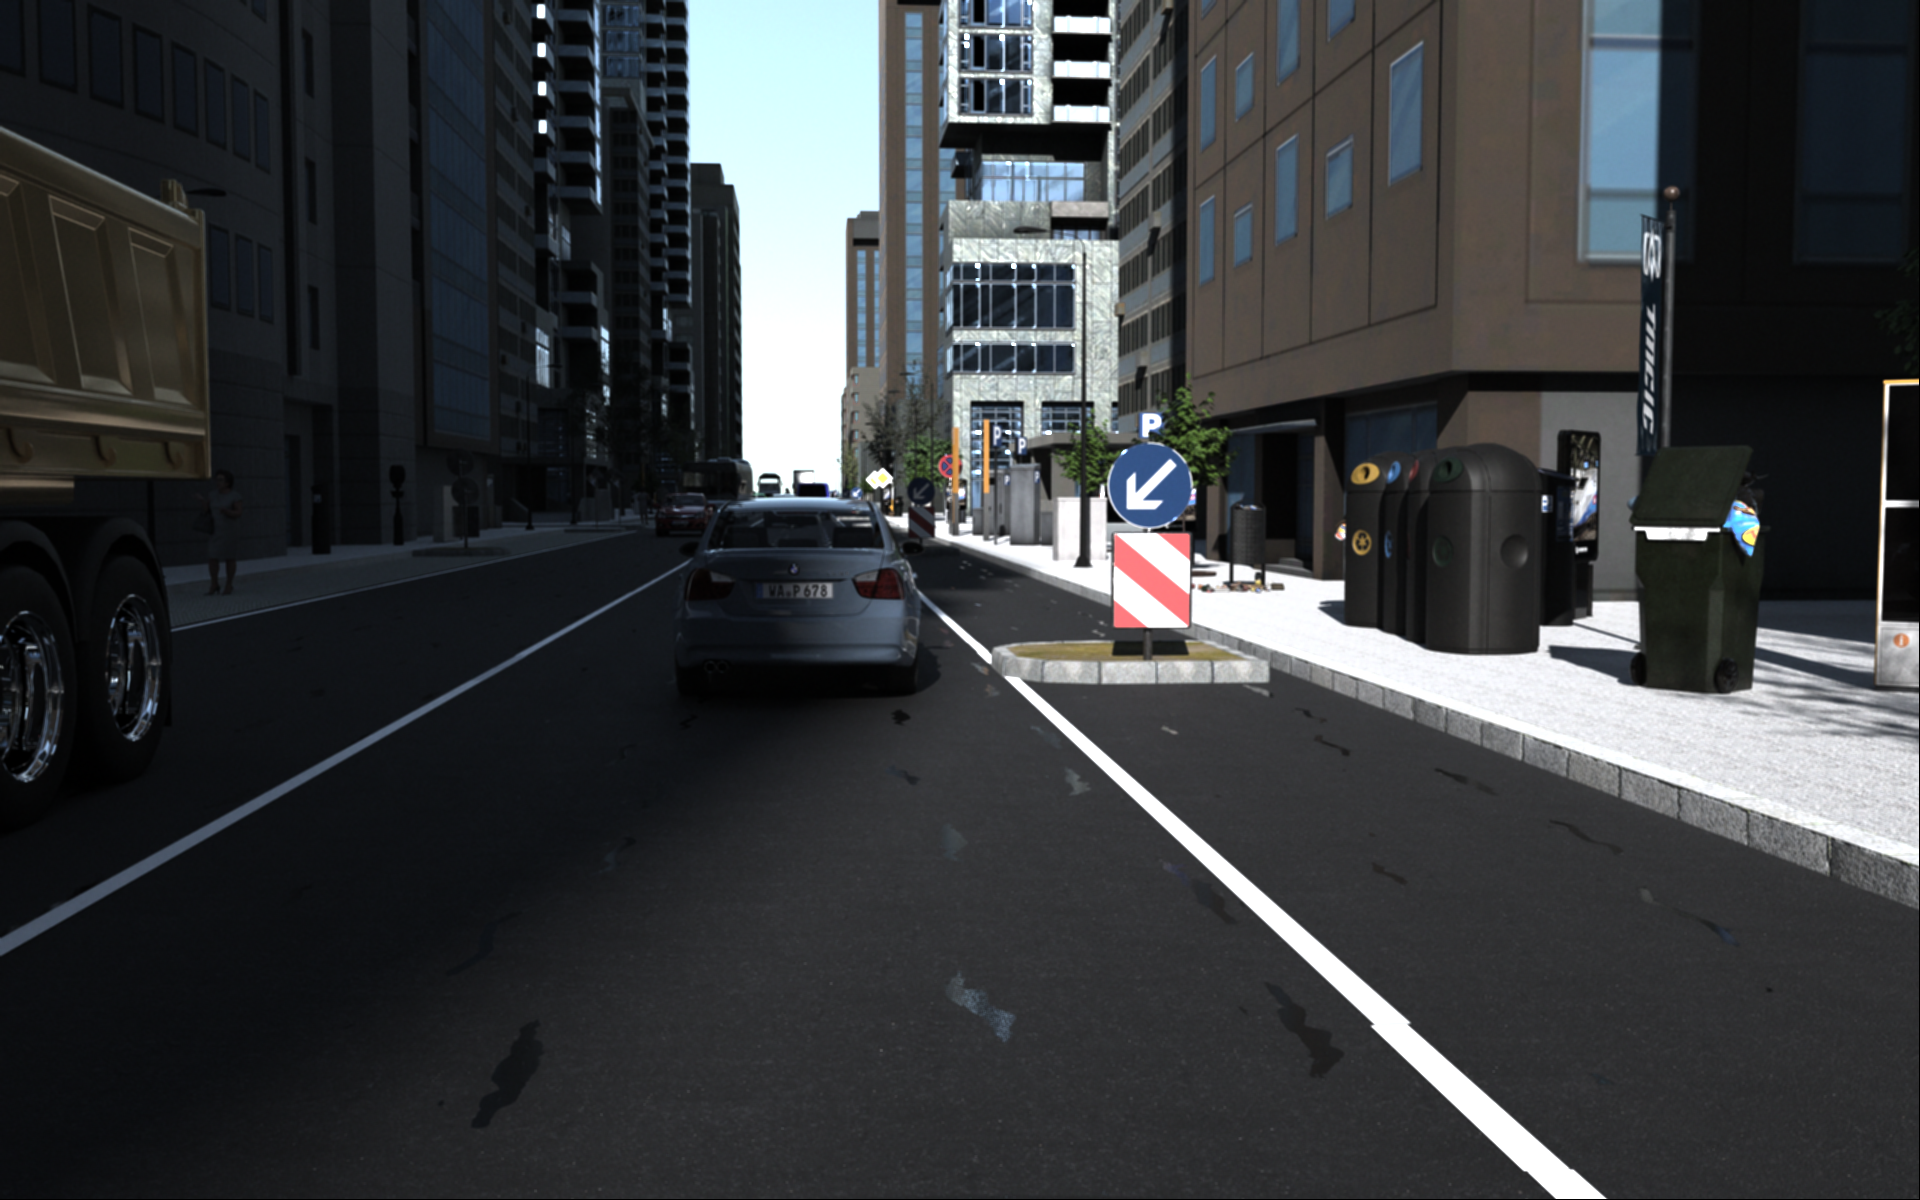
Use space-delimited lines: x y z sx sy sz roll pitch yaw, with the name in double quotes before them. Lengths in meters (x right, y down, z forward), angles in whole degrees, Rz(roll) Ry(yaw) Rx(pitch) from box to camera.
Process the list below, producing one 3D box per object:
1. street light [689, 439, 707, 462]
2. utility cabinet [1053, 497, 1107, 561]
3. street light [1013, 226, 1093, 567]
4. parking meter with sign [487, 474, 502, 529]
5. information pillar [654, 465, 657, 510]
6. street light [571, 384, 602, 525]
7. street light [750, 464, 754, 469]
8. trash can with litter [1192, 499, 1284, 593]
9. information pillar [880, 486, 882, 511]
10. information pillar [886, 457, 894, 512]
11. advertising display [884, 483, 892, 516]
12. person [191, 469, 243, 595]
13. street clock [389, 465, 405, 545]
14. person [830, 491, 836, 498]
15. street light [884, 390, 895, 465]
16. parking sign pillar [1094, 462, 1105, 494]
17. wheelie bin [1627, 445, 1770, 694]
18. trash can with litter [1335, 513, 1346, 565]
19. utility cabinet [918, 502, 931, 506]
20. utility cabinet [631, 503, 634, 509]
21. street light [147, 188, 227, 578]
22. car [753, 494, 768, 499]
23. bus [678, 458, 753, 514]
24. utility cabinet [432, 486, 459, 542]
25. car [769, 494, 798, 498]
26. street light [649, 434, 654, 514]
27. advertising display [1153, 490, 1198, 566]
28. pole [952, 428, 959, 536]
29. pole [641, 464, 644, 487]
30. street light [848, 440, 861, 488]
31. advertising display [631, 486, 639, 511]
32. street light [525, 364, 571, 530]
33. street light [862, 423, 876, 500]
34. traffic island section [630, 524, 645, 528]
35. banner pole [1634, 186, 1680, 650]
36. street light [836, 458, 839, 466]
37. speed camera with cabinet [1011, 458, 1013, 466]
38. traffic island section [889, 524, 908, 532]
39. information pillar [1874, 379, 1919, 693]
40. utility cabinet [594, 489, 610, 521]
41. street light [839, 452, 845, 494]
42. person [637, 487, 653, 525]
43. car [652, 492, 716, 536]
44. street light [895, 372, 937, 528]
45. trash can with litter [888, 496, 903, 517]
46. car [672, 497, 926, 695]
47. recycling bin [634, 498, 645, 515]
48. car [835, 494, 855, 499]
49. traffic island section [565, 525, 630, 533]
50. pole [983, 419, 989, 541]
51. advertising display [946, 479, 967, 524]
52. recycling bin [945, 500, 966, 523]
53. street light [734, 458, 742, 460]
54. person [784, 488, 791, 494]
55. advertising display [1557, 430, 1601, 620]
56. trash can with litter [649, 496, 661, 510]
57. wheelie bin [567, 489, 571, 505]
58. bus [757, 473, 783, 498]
"street light" -22.494 -10.807 149.241 1.470 5.913 1.316 0 4 -5
"utility cabinet" 2.310 -1.360 33.398 1.020 1.237 0.306 -1 4 -16
"street light" 1.623 -3.527 30.216 1.470 5.913 1.316 0 4 -5
"parking meter with sign" -17.847 -4.198 64.891 1.738 3.016 0.543 3 4 36
"information pillar" -24.685 -9.103 140.193 0.183 3.616 0.504 -1 4 -15
"street light" -15.770 -6.143 72.979 1.470 5.913 1.316 0 4 -5
"street light" -32.749 -18.062 267.853 1.470 5.913 1.316 0 4 -5
"trash can with litter" 3.450 -0.738 23.123 2.233 1.210 1.678 -1 4 -23
"information pillar" -5.365 -7.117 120.858 0.304 2.012 0.304 1 4 15
"information pillar" -4.417 -7.231 109.576 0.504 3.616 0.183 1 4 14
"advertising display" -4.277 -5.907 101.786 0.123 1.923 0.974 -2 4 -29
"person" -10.493 -0.949 24.376 0.716 1.782 0.532 0 4 8
"street clock" -14.085 -2.375 43.396 0.358 2.002 0.471 -3 5 -40
"person" -11.029 -8.739 152.326 0.756 1.711 0.436 3 5 40
"street light" -2.523 -6.421 77.517 1.470 5.913 1.316 0 4 -5
"parking sign pillar" 6.274 -5.285 74.879 1.447 3.967 1.447 -2 4 -25
"wheelie bin" 4.859 -0.215 11.430 0.693 1.594 0.980 -3 4 -38
"trash can with litter" 4.402 -0.465 18.993 0.624 1.170 1.055 1 4 9
"utility cabinet" -1.937 -5.242 94.387 0.318 1.500 1.173 -1 4 -23
"utility cabinet" -27.142 -8.228 145.682 1.020 1.237 0.306 1 4 12
"street light" -11.817 -3.292 26.366 1.470 5.913 1.316 0 4 -5
"car" -20.125 -10.042 172.990 1.959 1.807 4.718 0 4 -6
"bus" -12.110 -5.649 87.223 2.948 3.499 13.247 0 4 -3
"utility cabinet" -13.764 -2.302 46.319 0.318 1.500 1.173 0 4 3
"car" -7.665 -4.034 75.747 2.009 1.686 4.222 0 4 -4
"street light" -18.998 -8.374 109.450 1.470 5.913 1.316 0 4 -5
"advertising display" 3.790 -1.571 30.894 0.974 1.923 0.123 -1 4 -22
"pole" -0.138 -3.627 53.143 0.158 3.312 0.155 0 3 0
"pole" -21.612 -7.599 118.090 0.158 3.312 0.155 0 3 0
"street light" -9.151 -11.070 153.537 1.470 5.913 1.316 0 4 -5
"advertising display" -24.461 -7.710 131.279 0.974 1.923 0.123 1 4 18
"street light" -14.872 -5.467 61.922 1.470 5.913 1.316 0 4 -5
"street light" -5.504 -8.609 113.297 1.470 5.913 1.316 0 4 -5
"traffic island section" -14.423 -3.123 73.340 2.009 0.180 2.903 0 4 -5
"banner pole" 5.625 -1.467 14.007 0.401 3.779 0.863 3 5 41
"street light" -16.209 -16.119 236.090 1.470 5.913 1.316 0 4 -5
"speed camera with cabinet" 2.166 -6.137 94.671 2.038 3.252 0.660 3 5 40
"traffic island section" -2.929 -2.693 66.316 2.009 0.180 2.903 0 4 -5
"information pillar" 6.156 -0.415 11.270 0.304 2.012 0.304 2 4 31
"utility cabinet" -16.805 -4.448 81.411 0.318 1.500 1.173 1 4 10
"street light" -12.156 -13.245 189.097 1.470 5.913 1.316 0 4 -5
"person" -14.586 -4.370 80.303 0.716 1.782 0.532 0 4 -1
"car" -9.554 -3.128 60.183 2.155 1.783 4.494 0 4 -5
"street light" -1.606 -5.724 66.123 1.470 5.913 1.316 0 4 -5
"trash can with litter" -3.671 -5.282 97.749 0.624 1.170 1.055 -3 5 -42
"car" -1.252 -0.104 13.707 2.014 1.417 4.499 0 4 -4
"recycling bin" -20.024 -5.857 108.319 0.722 1.027 0.722 -1 4 -15
"car" -9.070 -7.765 135.746 1.959 1.807 4.718 0 4 -6
"traffic island section" -13.730 -2.636 65.384 2.009 0.180 2.903 0 4 -5
"pole" 0.718 -3.274 47.368 0.158 3.312 0.155 0 3 0
"advertising display" -0.157 -4.302 75.547 0.974 1.923 0.123 2 4 27
"recycling bin" -0.195 -3.938 76.932 0.722 1.027 0.722 1 4 23
"street light" -29.756 -15.876 232.116 1.470 5.913 1.316 0 4 -5
"person" -10.239 -5.774 103.089 0.511 1.800 0.466 0 4 -1
"advertising display" 6.337 -0.768 17.770 0.123 1.923 0.974 3 4 38
"trash can with litter" -24.843 -8.009 142.005 2.233 1.210 1.678 1 4 22
"wheelie bin" -22.601 -5.731 101.613 0.980 1.594 0.693 -2 4 -27
"bus" -22.425 -12.984 203.833 2.896 3.916 12.252 0 4 -7
